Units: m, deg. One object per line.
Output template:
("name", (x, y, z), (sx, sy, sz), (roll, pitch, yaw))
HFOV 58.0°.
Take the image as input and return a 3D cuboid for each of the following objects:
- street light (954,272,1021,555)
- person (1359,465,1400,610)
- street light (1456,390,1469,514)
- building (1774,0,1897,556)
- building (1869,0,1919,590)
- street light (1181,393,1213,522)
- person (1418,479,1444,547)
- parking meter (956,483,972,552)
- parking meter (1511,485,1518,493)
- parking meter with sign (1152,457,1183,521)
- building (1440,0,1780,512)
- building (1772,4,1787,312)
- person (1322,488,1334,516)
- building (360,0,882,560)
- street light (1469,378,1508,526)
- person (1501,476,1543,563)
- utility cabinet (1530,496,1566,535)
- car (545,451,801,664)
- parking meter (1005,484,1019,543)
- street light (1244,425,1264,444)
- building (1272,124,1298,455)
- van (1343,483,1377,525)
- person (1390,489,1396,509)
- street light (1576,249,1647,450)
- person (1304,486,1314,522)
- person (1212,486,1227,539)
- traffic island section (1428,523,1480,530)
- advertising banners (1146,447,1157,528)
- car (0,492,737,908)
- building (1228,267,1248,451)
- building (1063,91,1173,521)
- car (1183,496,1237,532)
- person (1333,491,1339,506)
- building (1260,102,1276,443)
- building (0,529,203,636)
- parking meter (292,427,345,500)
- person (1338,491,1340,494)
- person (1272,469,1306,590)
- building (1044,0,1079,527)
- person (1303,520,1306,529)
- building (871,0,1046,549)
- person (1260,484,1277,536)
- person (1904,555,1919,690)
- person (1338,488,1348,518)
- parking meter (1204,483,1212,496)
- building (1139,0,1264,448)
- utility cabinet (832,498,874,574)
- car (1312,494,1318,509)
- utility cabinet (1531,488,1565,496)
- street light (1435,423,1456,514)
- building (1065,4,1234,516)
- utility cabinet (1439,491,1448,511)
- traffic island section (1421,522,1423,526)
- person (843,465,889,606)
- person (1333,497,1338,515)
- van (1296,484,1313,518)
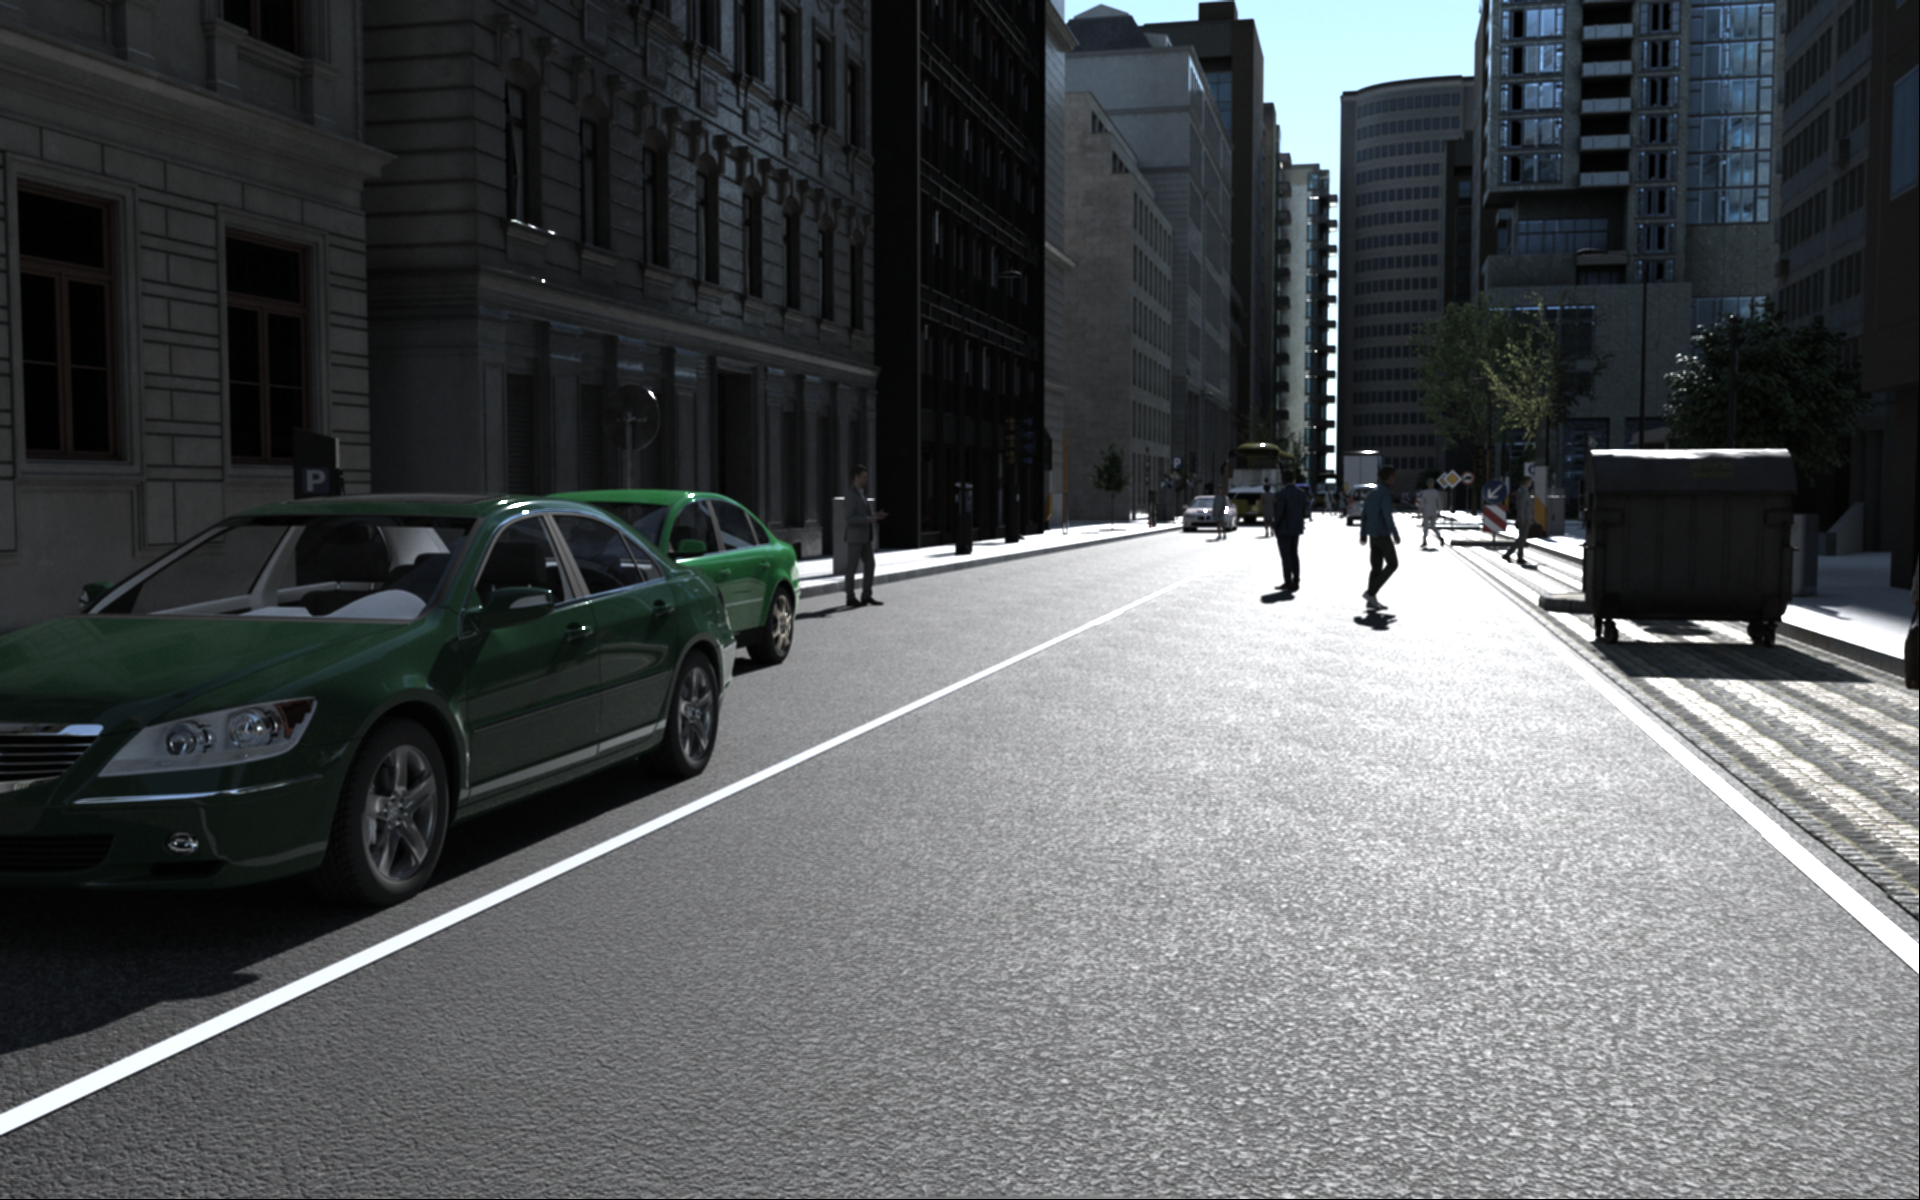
("street light", (0.592, -3.907, 36.422), (1.470, 5.913, 1.316), (1, 4, 13))
("person", (5.166, -0.767, 21.391), (0.444, 1.785, 0.601), (0, 4, -7))
("street light", (23.112, -6.410, 77.338), (1.470, 5.913, 1.316), (1, 4, 13))
("building", (33.693, -21.269, 39.622), (32.217, 40.220, 23.993), (1, 4, 13))
("building", (17.721, -22.295, 14.632), (14.600, 45.320, 14.200), (1, 4, 13))
("street light", (10.989, -6.577, 80.075), (1.470, 5.913, 1.316), (1, 4, 13))
("person", (12.604, -2.318, 46.285), (0.514, 1.842, 0.818), (-2, 4, -29))
("parking meter", (0.087, -1.815, 38.086), (0.372, 1.533, 0.369), (0, 3, 0))
("parking meter", (36.303, -6.587, 113.413), (0.399, 1.863, 0.255), (0, 4, 5))
("parking meter with sign", (9.756, -5.226, 81.710), (1.738, 3.016, 0.543), (-3, 5, -45))
("building", (49.076, -50.030, 130.657), (22.319, 86.520, 31.000), (1, 4, 13))
("building", (56.081, -28.372, 83.493), (30.456, 49.044, 23.786), (1, 4, 13))
("person", (24.161, -6.441, 113.695), (0.514, 1.842, 0.818), (-3, 5, -43))
("building", (-8.466, -11.117, 30.911), (9.793, 20.994, 18.267), (1, 4, 13))
("street light", (21.281, -5.931, 69.516), (1.470, 5.913, 1.316), (1, 4, 13))
("person", (11.619, -1.654, 35.669), (0.853, 1.813, 0.709), (0, 4, 8))
("utility cabinet", (18.385, -2.632, 54.195), (1.020, 1.237, 0.306), (2, 4, 24))
("car", (-2.661, -0.287, 13.497), (1.959, 1.807, 4.718), (1, 4, 13))
("parking meter", (1.375, -2.287, 45.797), (0.372, 1.533, 0.369), (0, 3, 0))
("street light", (19.759, -8.833, 116.955), (1.470, 5.913, 1.316), (1, 4, 13))
("building", (25.583, -36.514, 216.612), (30.456, 49.044, 23.786), (1, 4, 13))
("van", (19.029, -4.545, 81.325), (2.013, 2.044, 4.112), (1, 4, 11))
("person", (31.875, -7.324, 128.234), (0.794, 1.824, 0.713), (-2, 4, -24))
("street light", (12.380, -3.690, 32.881), (1.470, 5.913, 1.316), (1, 4, 13))
("person", (17.585, -4.854, 87.842), (0.713, 1.824, 0.794), (-1, 4, -21))
("person", (8.257, -2.780, 54.955), (0.512, 1.701, 0.522), (2, 4, 31))
("traffic island section", (19.887, -2.917, 69.975), (2.009, 0.180, 2.903), (1, 4, 13))
("advertising banners", (7.200, -4.227, 65.304), (0.090, 3.025, 2.074), (1, 4, 18))
("car", (-2.506, 0.253, 7.656), (2.131, 1.459, 4.920), (1, 4, 13))
("building", (15.758, -18.295, 140.929), (13.314, 21.916, 24.055), (1, 4, 13))
("building", (5.032, -14.481, 91.521), (10.420, 20.320, 16.860), (1, 4, 13))
("car", (9.766, -3.368, 67.435), (2.083, 1.381, 4.827), (1, 4, 13))
("person", (37.620, -10.011, 172.900), (1.217, 1.735, 0.721), (-2, 4, -28))
("building", (24.669, -30.196, 177.305), (14.154, 41.232, 14.086), (1, 4, 13))
("building", (-14.253, -10.745, 11.845), (11.583, 22.565, 21.152), (1, 4, 13))
("parking meter", (-5.605, -0.579, 15.175), (0.399, 1.863, 0.255), (-1, 4, -13))
("person", (38.260, -10.101, 174.469), (0.721, 1.723, 1.217), (0, 4, -6))
("person", (4.946, -1.058, 25.973), (0.721, 1.800, 0.419), (-3, 5, -43))
("building", (-7.864, -17.135, 67.541), (23.554, 28.519, 14.401), (1, 4, 13))
("person", (13.787, -3.676, 70.405), (0.589, 1.601, 0.330), (0, 4, -5))
("building", (-5.118, -13.403, 48.825), (12.332, 23.373, 15.834), (1, 4, 13))
("person", (10.568, -3.066, 58.988), (0.716, 1.782, 0.532), (0, 4, 3))
("person", (4.884, 0.027, 8.185), (0.709, 1.813, 0.853), (1, 4, 20))
("person", (22.844, -5.793, 103.312), (0.616, 1.811, 0.778), (1, 4, 17))
("parking meter", (12.793, -5.117, 89.367), (0.399, 1.863, 0.255), (3, 5, 41))
("building", (20.962, -31.374, 163.079), (14.600, 45.320, 14.200), (1, 4, 13))
("utility cabinet", (-1.727, -1.044, 28.235), (0.306, 1.237, 1.020), (1, 4, 21))
("car", (34.276, -9.808, 170.582), (2.015, 1.641, 3.980), (1, 4, 13))
("utility cabinet", (22.327, -3.494, 65.811), (1.173, 1.500, 0.318), (0, 4, -1))
("street light", (31.932, -8.640, 113.802), (1.470, 5.913, 1.316), (1, 4, 13))
("building", (11.109, -20.567, 113.755), (11.434, 29.767, 29.804), (1, 4, 13))
("utility cabinet", (36.021, -7.361, 129.032), (0.318, 1.500, 1.173), (0, 4, -2))
("traffic island section", (21.752, -3.392, 77.740), (2.009, 0.180, 2.903), (1, 4, 13))
("person", (-1.219, -0.825, 22.194), (0.583, 1.804, 0.606), (1, 4, 10))
("person", (25.818, -6.484, 119.190), (0.332, 1.250, 0.352), (-1, 4, -14))
("van", (20.080, -6.109, 104.272), (2.240, 2.365, 5.245), (1, 4, 15))
